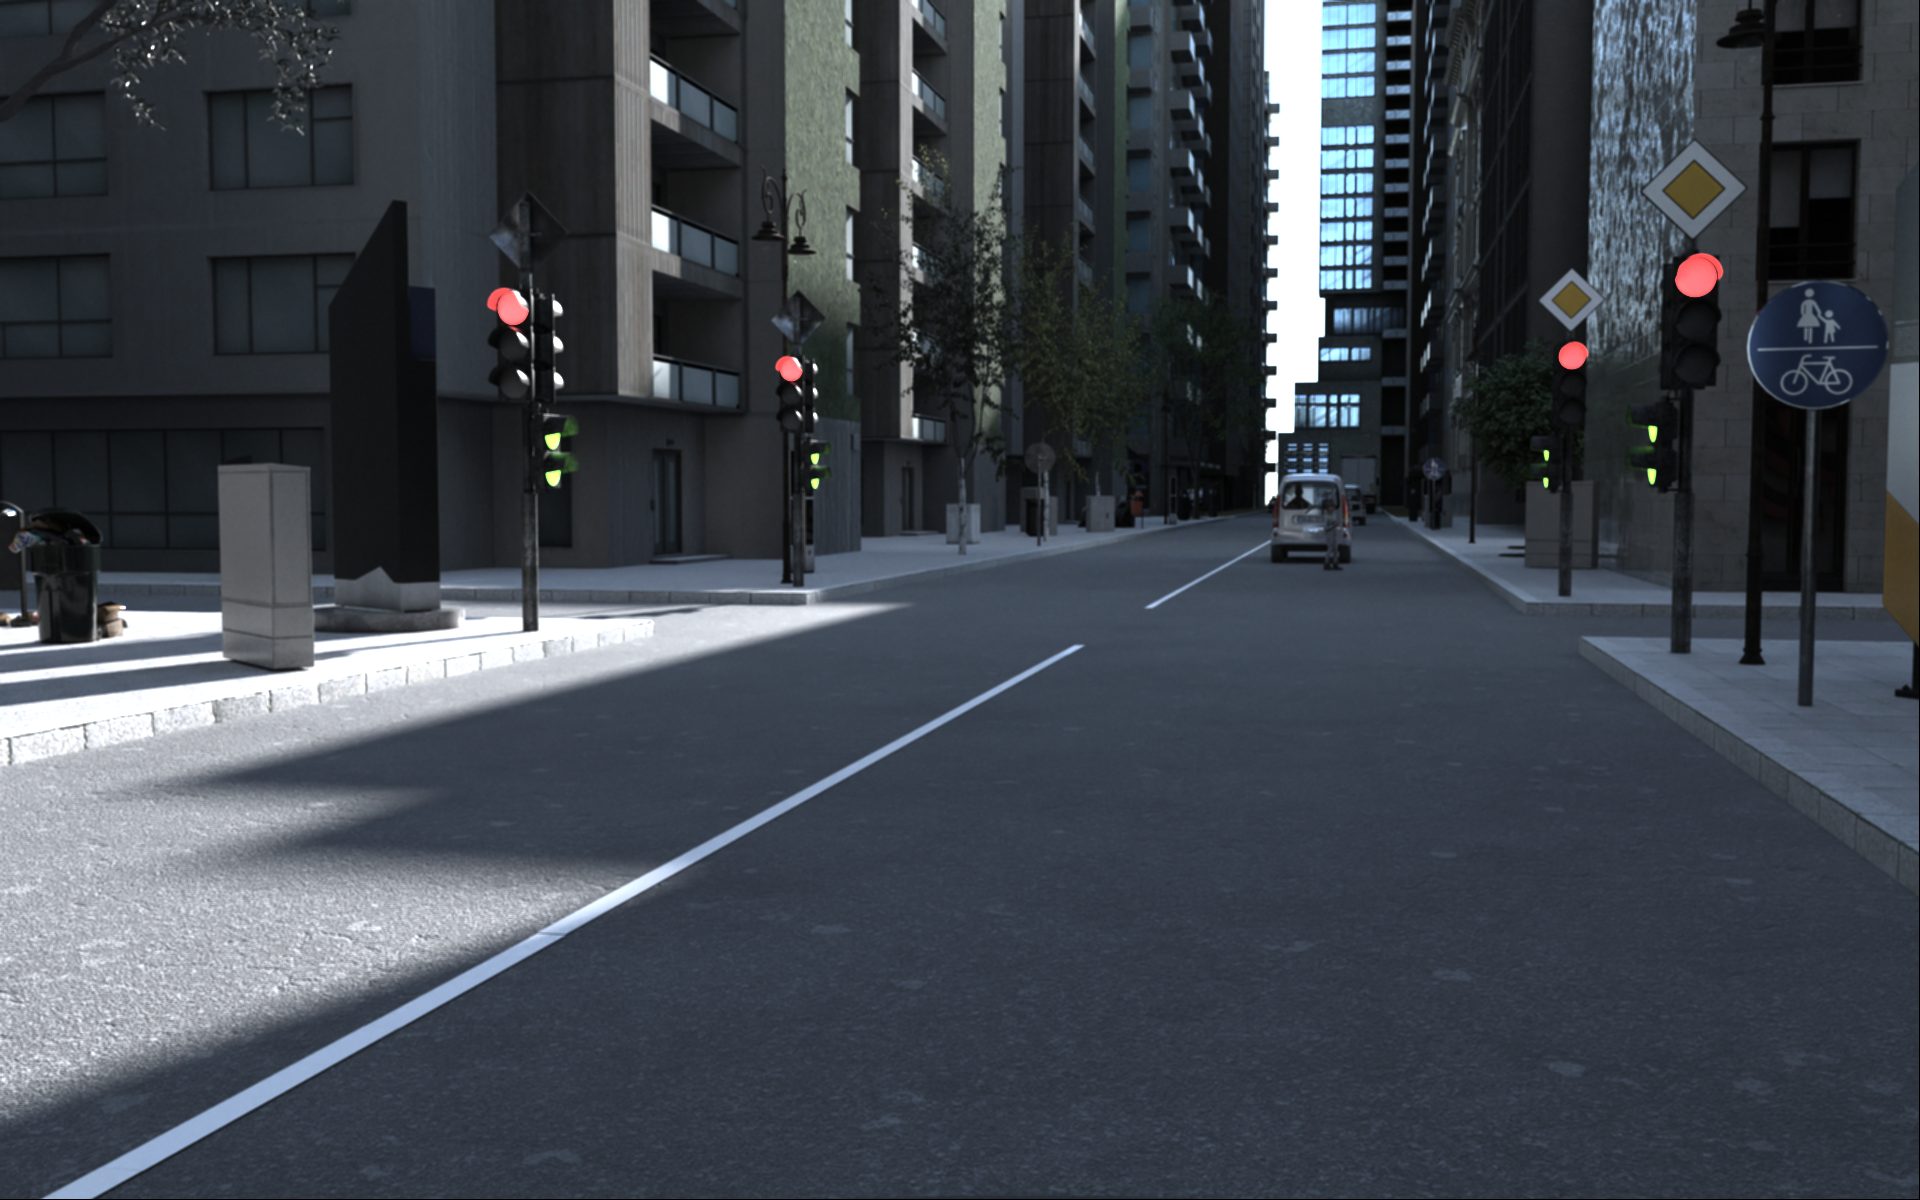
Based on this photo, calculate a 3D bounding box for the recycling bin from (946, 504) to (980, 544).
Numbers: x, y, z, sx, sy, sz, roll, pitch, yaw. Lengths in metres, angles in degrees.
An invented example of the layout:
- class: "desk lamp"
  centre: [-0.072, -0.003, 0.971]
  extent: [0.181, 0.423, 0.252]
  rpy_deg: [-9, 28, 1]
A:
- class: "recycling bin"
  centre: [0.085, -1.963, 44.642]
  extent: [0.722, 1.027, 0.722]
  rpy_deg: [1, 4, 17]

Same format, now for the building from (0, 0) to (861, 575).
- class: "building"
  centre: [-10.591, -21.346, 32.597]
  extent: [14.154, 41.232, 14.086]
  rpy_deg: [1, 4, 13]

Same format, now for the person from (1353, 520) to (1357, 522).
- class: "person"
  centre: [19.784, -4.840, 87.726]
  extent: [0.635, 1.810, 0.391]
  rpy_deg: [2, 4, 26]

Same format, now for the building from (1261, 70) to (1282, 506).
- class: "building"
  centre: [20.351, -35.119, 193.800]
  extent: [30.456, 49.044, 23.786]
  rpy_deg: [1, 4, 13]

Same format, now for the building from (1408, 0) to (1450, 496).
- class: "building"
  centre: [44.510, -30.741, 122.227]
  extent: [23.786, 49.044, 30.456]
  rpy_deg: [1, 4, 13]

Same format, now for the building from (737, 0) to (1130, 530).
- class: "building"
  centre: [-0.464, -23.970, 75.512]
  extent: [14.154, 41.232, 14.086]
  rpy_deg: [1, 4, 13]

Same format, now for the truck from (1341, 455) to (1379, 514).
- class: "truck"
  centre: [29.825, -8.591, 129.374]
  extent: [2.839, 4.237, 11.283]
  rpy_deg: [1, 4, 14]

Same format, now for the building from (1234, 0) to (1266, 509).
- class: "building"
  centre: [17.488, -44.234, 161.472]
  extent: [20.611, 71.187, 20.563]
  rpy_deg: [1, 4, 13]

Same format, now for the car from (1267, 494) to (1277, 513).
- class: "car"
  centre: [24.675, -7.423, 133.375]
  extent: [2.014, 1.417, 4.499]
  rpy_deg: [1, 4, 13]

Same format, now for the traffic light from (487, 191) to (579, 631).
- class: "traffic light"
  centre: [-4.005, -1.663, 16.108]
  extent: [0.839, 4.253, 0.868]
  rpy_deg: [1, 4, 13]

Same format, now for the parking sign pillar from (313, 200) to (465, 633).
- class: "parking sign pillar"
  centre: [-5.515, -1.718, 16.557]
  extent: [1.447, 3.967, 1.447]
  rpy_deg: [3, 5, 43]

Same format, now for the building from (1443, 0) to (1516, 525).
- class: "building"
  centre: [30.275, -17.988, 81.495]
  extent: [14.401, 28.519, 23.554]
  rpy_deg: [1, 4, 13]

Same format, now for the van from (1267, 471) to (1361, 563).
- class: "van"
  centre: [7.640, -1.864, 37.495]
  extent: [2.013, 2.044, 4.112]
  rpy_deg: [1, 4, 13]

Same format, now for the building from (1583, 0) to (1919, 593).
- class: "building"
  centre: [18.854, -10.435, 25.361]
  extent: [16.860, 20.320, 10.420]
  rpy_deg: [1, 4, 13]

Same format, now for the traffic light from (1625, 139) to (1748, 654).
- class: "traffic light"
  centre: [5.807, -1.527, 13.887]
  extent: [0.839, 4.253, 0.868]
  rpy_deg: [1, 4, 13]

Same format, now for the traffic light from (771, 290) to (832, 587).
- class: "traffic light"
  centre: [-2.224, -2.139, 23.892]
  extent: [0.839, 4.253, 0.868]
  rpy_deg: [1, 4, 13]

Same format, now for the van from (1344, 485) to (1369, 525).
- class: "van"
  centre: [18.033, -4.506, 80.687]
  extent: [2.013, 2.044, 4.112]
  rpy_deg: [1, 4, 12]

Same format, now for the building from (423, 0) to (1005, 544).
- class: "building"
  centre: [-6.780, -22.676, 54.340]
  extent: [14.154, 41.232, 14.086]
  rpy_deg: [1, 4, 13]

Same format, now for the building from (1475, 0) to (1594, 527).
- class: "building"
  centre: [25.334, -16.144, 57.455]
  extent: [14.314, 27.812, 24.014]
  rpy_deg: [1, 4, 13]

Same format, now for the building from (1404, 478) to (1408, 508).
- class: "building"
  centre: [48.238, -29.074, 158.956]
  extent: [14.154, 41.232, 14.086]
  rpy_deg: [1, 4, 13]

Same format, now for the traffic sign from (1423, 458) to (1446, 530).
- class: "traffic sign"
  centre: [16.754, -3.737, 61.200]
  extent: [0.768, 2.556, 0.104]
  rpy_deg: [1, 4, 19]

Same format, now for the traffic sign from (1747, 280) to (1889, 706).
- class: "traffic sign"
  centre: [5.125, -0.631, 10.425]
  extent: [0.768, 2.556, 0.104]
  rpy_deg: [1, 4, 18]

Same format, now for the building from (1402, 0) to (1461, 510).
- class: "building"
  centre: [44.834, -30.276, 145.127]
  extent: [14.600, 45.320, 14.200]
  rpy_deg: [1, 4, 13]

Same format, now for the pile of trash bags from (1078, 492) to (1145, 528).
- class: "pile of trash bags"
  centre: [5.986, -3.444, 66.066]
  extent: [1.912, 1.369, 3.447]
  rpy_deg: [-2, 4, -27]

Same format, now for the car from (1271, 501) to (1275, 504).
- class: "car"
  centre: [20.668, -5.914, 109.062]
  extent: [2.083, 1.381, 4.827]
  rpy_deg: [1, 4, 11]

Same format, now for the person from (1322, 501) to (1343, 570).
- class: "person"
  centre: [7.007, -1.210, 32.564]
  extent: [0.394, 1.301, 0.425]
  rpy_deg: [2, 4, 27]

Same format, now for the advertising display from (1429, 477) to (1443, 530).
- class: "advertising display"
  centre: [17.205, -3.511, 62.615]
  extent: [0.123, 1.923, 0.974]
  rpy_deg: [2, 4, 35]

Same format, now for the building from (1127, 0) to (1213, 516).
- class: "building"
  centre: [4.744, -30.259, 114.337]
  extent: [23.786, 49.044, 30.456]
  rpy_deg: [1, 4, 13]

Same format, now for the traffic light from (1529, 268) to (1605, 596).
- class: "traffic light"
  centre: [7.588, -2.003, 21.672]
  extent: [0.839, 4.253, 0.868]
  rpy_deg: [1, 4, 13]

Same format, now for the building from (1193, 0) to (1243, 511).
- class: "building"
  centre: [14.582, -29.698, 135.679]
  extent: [14.600, 45.320, 14.200]
  rpy_deg: [1, 4, 13]

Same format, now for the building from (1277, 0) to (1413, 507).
- class: "building"
  centre: [50.689, -53.392, 185.623]
  extent: [31.000, 86.520, 22.319]
  rpy_deg: [1, 4, 13]

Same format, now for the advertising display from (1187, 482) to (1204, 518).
- class: "advertising display"
  centre: [12.809, -5.450, 94.322]
  extent: [0.974, 1.923, 0.123]
  rpy_deg: [2, 4, 30]

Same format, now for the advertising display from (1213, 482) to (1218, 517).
- class: "advertising display"
  centre: [14.208, -5.571, 96.299]
  extent: [0.123, 1.923, 0.974]
  rpy_deg: [0, 4, -1]

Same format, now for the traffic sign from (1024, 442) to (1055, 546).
- class: "traffic sign"
  centre: [1.949, -2.605, 42.696]
  extent: [0.768, 2.556, 0.104]
  rpy_deg: [1, 4, 15]
